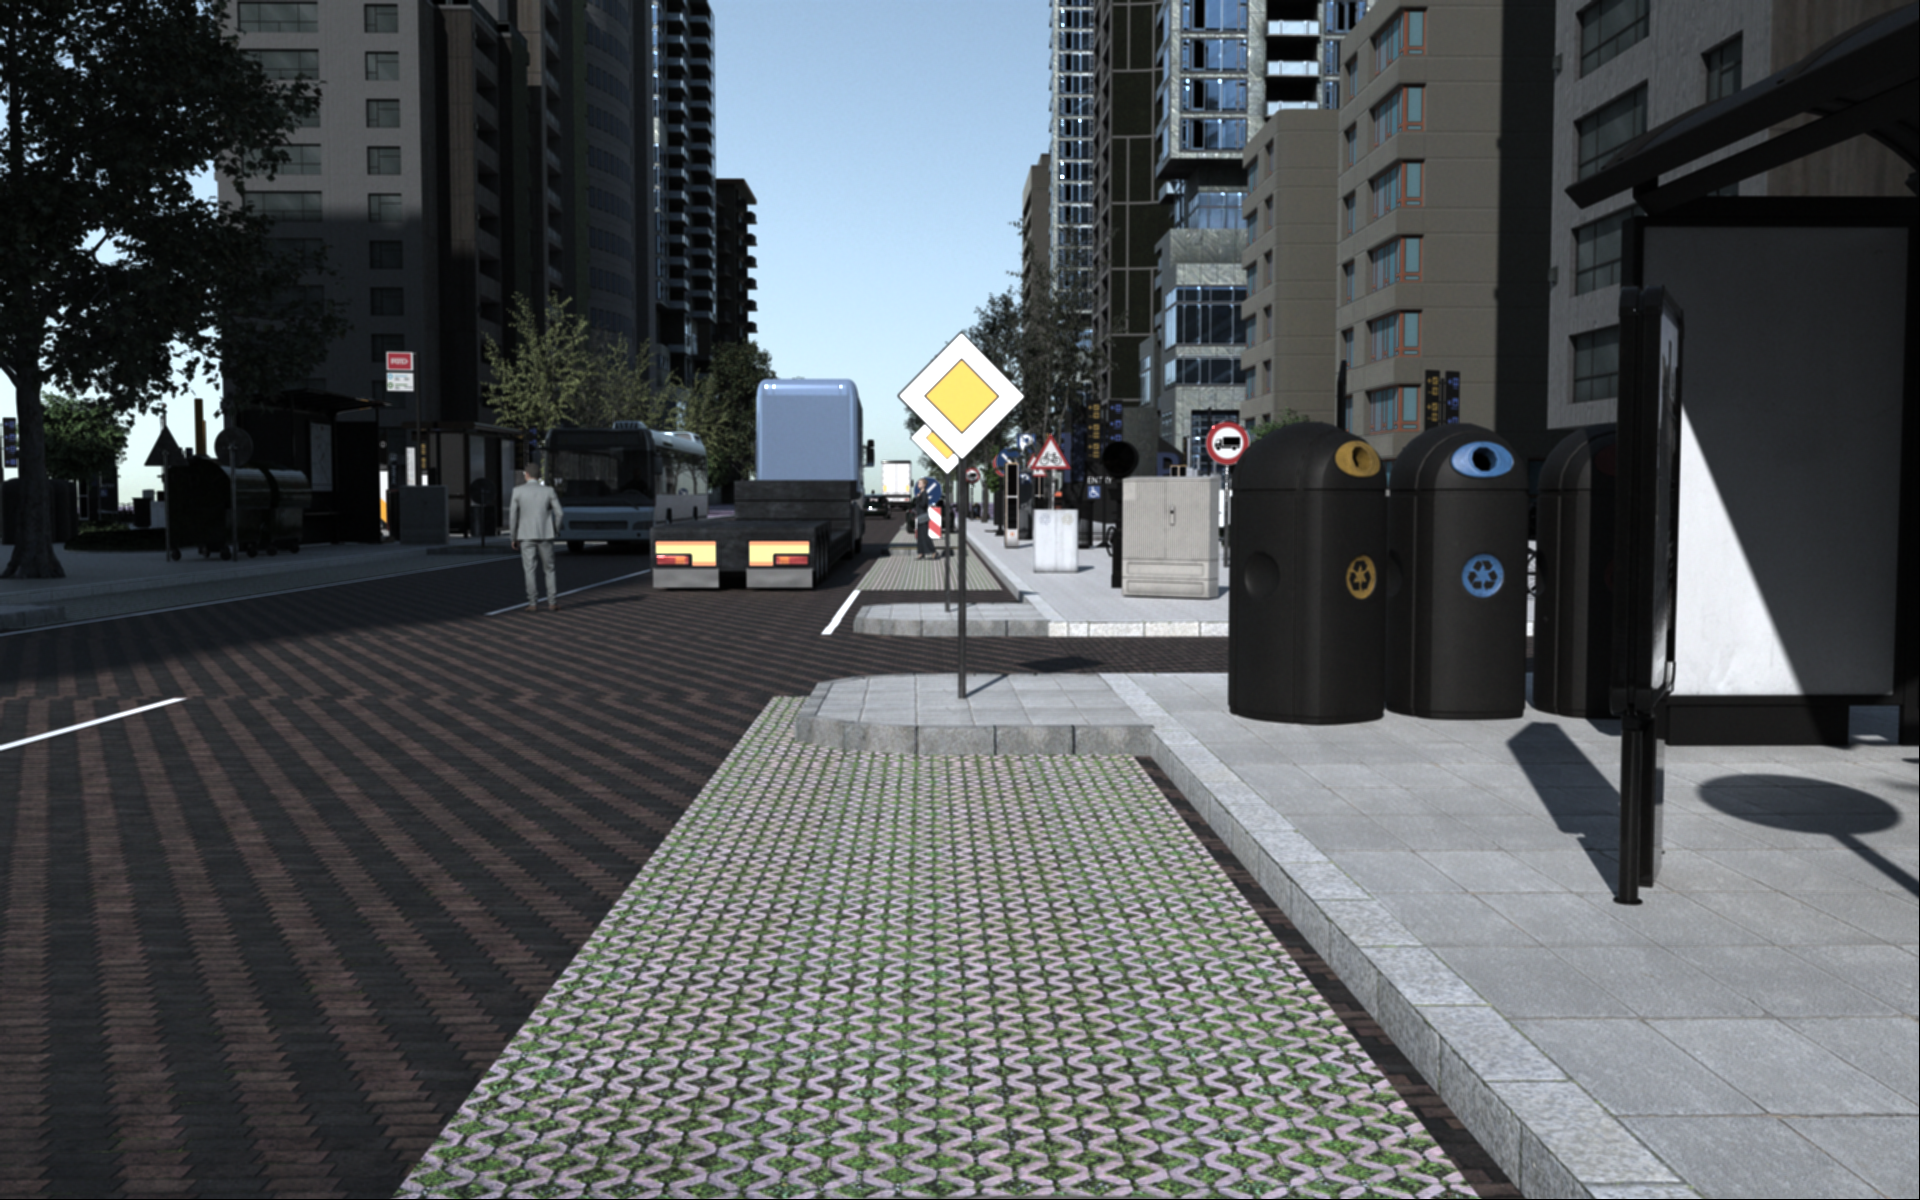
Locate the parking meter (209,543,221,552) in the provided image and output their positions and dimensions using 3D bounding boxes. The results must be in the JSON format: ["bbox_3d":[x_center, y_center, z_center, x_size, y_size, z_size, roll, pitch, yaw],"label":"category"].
[{"bbox_3d":[-16.442,-1.984,38.146,0.255,1.863,0.399,-1,4,-23],"label":"parking meter"}]

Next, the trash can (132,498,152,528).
[{"bbox_3d":[-31.093,-3.316,65.866,0.748,1.137,0.748,0,3,0],"label":"trash can"}]

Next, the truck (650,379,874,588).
[{"bbox_3d":[-3.484,-2.749,34.700,2.967,4.110,18.799,0,4,-1],"label":"truck"}]

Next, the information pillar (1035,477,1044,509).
[{"bbox_3d":[3.061,-3.840,67.270,0.304,2.012,0.304,3,5,40],"label":"information pillar"}]

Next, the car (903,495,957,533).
[{"bbox_3d":[-1.107,-3.314,63.966,2.009,1.686,4.222,0,4,-2],"label":"car"}]

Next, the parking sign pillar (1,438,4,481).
[{"bbox_3d":[-46.544,-5.777,82.922,1.447,3.967,1.447,-1,4,-21],"label":"parking sign pillar"}]

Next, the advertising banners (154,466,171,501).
[{"bbox_3d":[-41.999,-5.795,90.934,0.090,3.025,2.074,1,4,18],"label":"advertising banners"}]

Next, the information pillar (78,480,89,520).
[{"bbox_3d":[-30.544,-3.417,60.354,0.304,2.012,0.304,-2,4,-30],"label":"information pillar"}]

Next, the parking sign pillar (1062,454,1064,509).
[{"bbox_3d":[3.894,-4.048,54.651,1.447,3.967,1.447,1,4,16],"label":"parking sign pillar"}]

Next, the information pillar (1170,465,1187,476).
[{"bbox_3d":[5.581,-2.433,44.277,0.304,2.012,0.304,-3,5,-40],"label":"information pillar"}]

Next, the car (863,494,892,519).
[{"bbox_3d":[-4.904,-5.474,99.291,2.009,1.686,4.222,0,4,1],"label":"car"}]

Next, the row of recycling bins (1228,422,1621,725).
[{"bbox_3d":[3.330,-0.185,10.142,3.534,1.692,1.069,0,4,-5],"label":"row of recycling bins"}]

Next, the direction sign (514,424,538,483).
[{"bbox_3d":[-14.145,-3.946,56.520,0.379,3.537,0.876,3,5,40],"label":"direction sign"}]

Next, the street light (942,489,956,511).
[{"bbox_3d":[-0.092,-7.372,93.076,1.470,5.913,1.316,0,4,-1],"label":"street light"}]

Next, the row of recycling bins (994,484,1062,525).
[{"bbox_3d":[3.146,-3.930,71.374,3.534,1.692,1.069,0,4,3],"label":"row of recycling bins"}]

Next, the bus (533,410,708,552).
[{"bbox_3d":[-8.669,-3.129,46.012,2.948,3.499,13.247,0,4,-2],"label":"bus"}]

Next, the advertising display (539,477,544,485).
[{"bbox_3d":[-15.544,-3.707,65.821,0.974,1.923,0.123,-1,4,-16],"label":"advertising display"}]

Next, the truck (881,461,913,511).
[{"bbox_3d":[-5.481,-9.902,150.814,2.839,4.237,11.283,0,4,-1],"label":"truck"}]

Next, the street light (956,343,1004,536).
[{"bbox_3d":[0.699,-4.928,53.107,1.470,5.913,1.316,0,4,-1],"label":"street light"}]

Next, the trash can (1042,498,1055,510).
[{"bbox_3d":[3.319,-2.896,58.997,0.748,1.137,0.748,0,3,0],"label":"trash can"}]

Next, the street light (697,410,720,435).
[{"bbox_3d":[-13.953,-7.529,95.633,1.470,5.913,1.316,0,4,-1],"label":"street light"}]

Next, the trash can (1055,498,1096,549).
[{"bbox_3d":[2.812,-1.771,40.610,0.748,1.137,0.748,0,3,0],"label":"trash can"}]

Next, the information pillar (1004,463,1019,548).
[{"bbox_3d":[1.216,-2.232,40.987,0.304,2.012,0.304,0,4,-7],"label":"information pillar"}]

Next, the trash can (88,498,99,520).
[{"bbox_3d":[-31.883,-3.164,63.380,0.748,1.137,0.748,0,3,0],"label":"trash can"}]

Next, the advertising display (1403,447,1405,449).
[{"bbox_3d":[6.280,-1.165,24.264,0.123,1.923,0.974,1,4,18],"label":"advertising display"}]

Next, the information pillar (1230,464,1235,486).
[{"bbox_3d":[14.709,-6.242,93.413,0.183,3.616,0.504,-1,4,-18],"label":"information pillar"}]

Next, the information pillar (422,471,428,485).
[{"bbox_3d":[-23.128,-5.102,74.766,0.504,3.616,0.183,0,4,-3],"label":"information pillar"}]

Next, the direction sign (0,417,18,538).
[{"bbox_3d":[-28.351,-3.622,51.212,0.876,3.537,0.379,-1,4,-19],"label":"direction sign"}]

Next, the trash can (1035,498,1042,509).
[{"bbox_3d":[3.092,-3.124,62.727,0.748,1.137,0.748,0,3,0],"label":"trash can"}]

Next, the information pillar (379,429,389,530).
[{"bbox_3d":[-20.842,-4.348,62.445,0.504,3.616,0.183,0,4,-4],"label":"information pillar"}]

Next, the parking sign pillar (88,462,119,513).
[{"bbox_3d":[-40.480,-5.701,81.686,1.447,3.967,1.447,-3,5,-41],"label":"parking sign pillar"}]

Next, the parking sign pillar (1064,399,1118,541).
[{"bbox_3d":[3.752,-3.661,48.329,1.447,3.967,1.447,1,4,8],"label":"parking sign pillar"}]

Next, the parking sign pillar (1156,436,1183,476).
[{"bbox_3d":[9.782,-5.631,80.546,1.447,3.967,1.447,2,4,28],"label":"parking sign pillar"}]

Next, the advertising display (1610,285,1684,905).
[{"bbox_3d":[2.287,-0.034,5.764,0.123,1.923,0.974,2,4,26],"label":"advertising display"}]

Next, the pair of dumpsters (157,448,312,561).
[{"bbox_3d":[-14.735,-2.007,35.316,1.574,2.255,4.437,0,4,-1],"label":"pair of dumpsters"}]

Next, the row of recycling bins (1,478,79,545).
[{"bbox_3d":[-24.080,-2.344,45.434,1.069,1.692,3.534,0,4,-7],"label":"row of recycling bins"}]

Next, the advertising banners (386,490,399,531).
[{"bbox_3d":[-19.842,-3.945,60.695,2.074,3.025,0.090,0,4,1],"label":"advertising banners"}]

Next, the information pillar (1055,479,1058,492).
[{"bbox_3d":[4.530,-4.819,83.286,0.304,2.012,0.304,1,4,21],"label":"information pillar"}]

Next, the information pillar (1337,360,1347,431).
[{"bbox_3d":[6.612,-2.367,30.062,0.183,3.616,0.504,1,4,21],"label":"information pillar"}]

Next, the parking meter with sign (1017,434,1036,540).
[{"bbox_3d":[1.841,-3.242,49.270,0.543,3.016,1.738,0,4,5],"label":"parking meter with sign"}]
